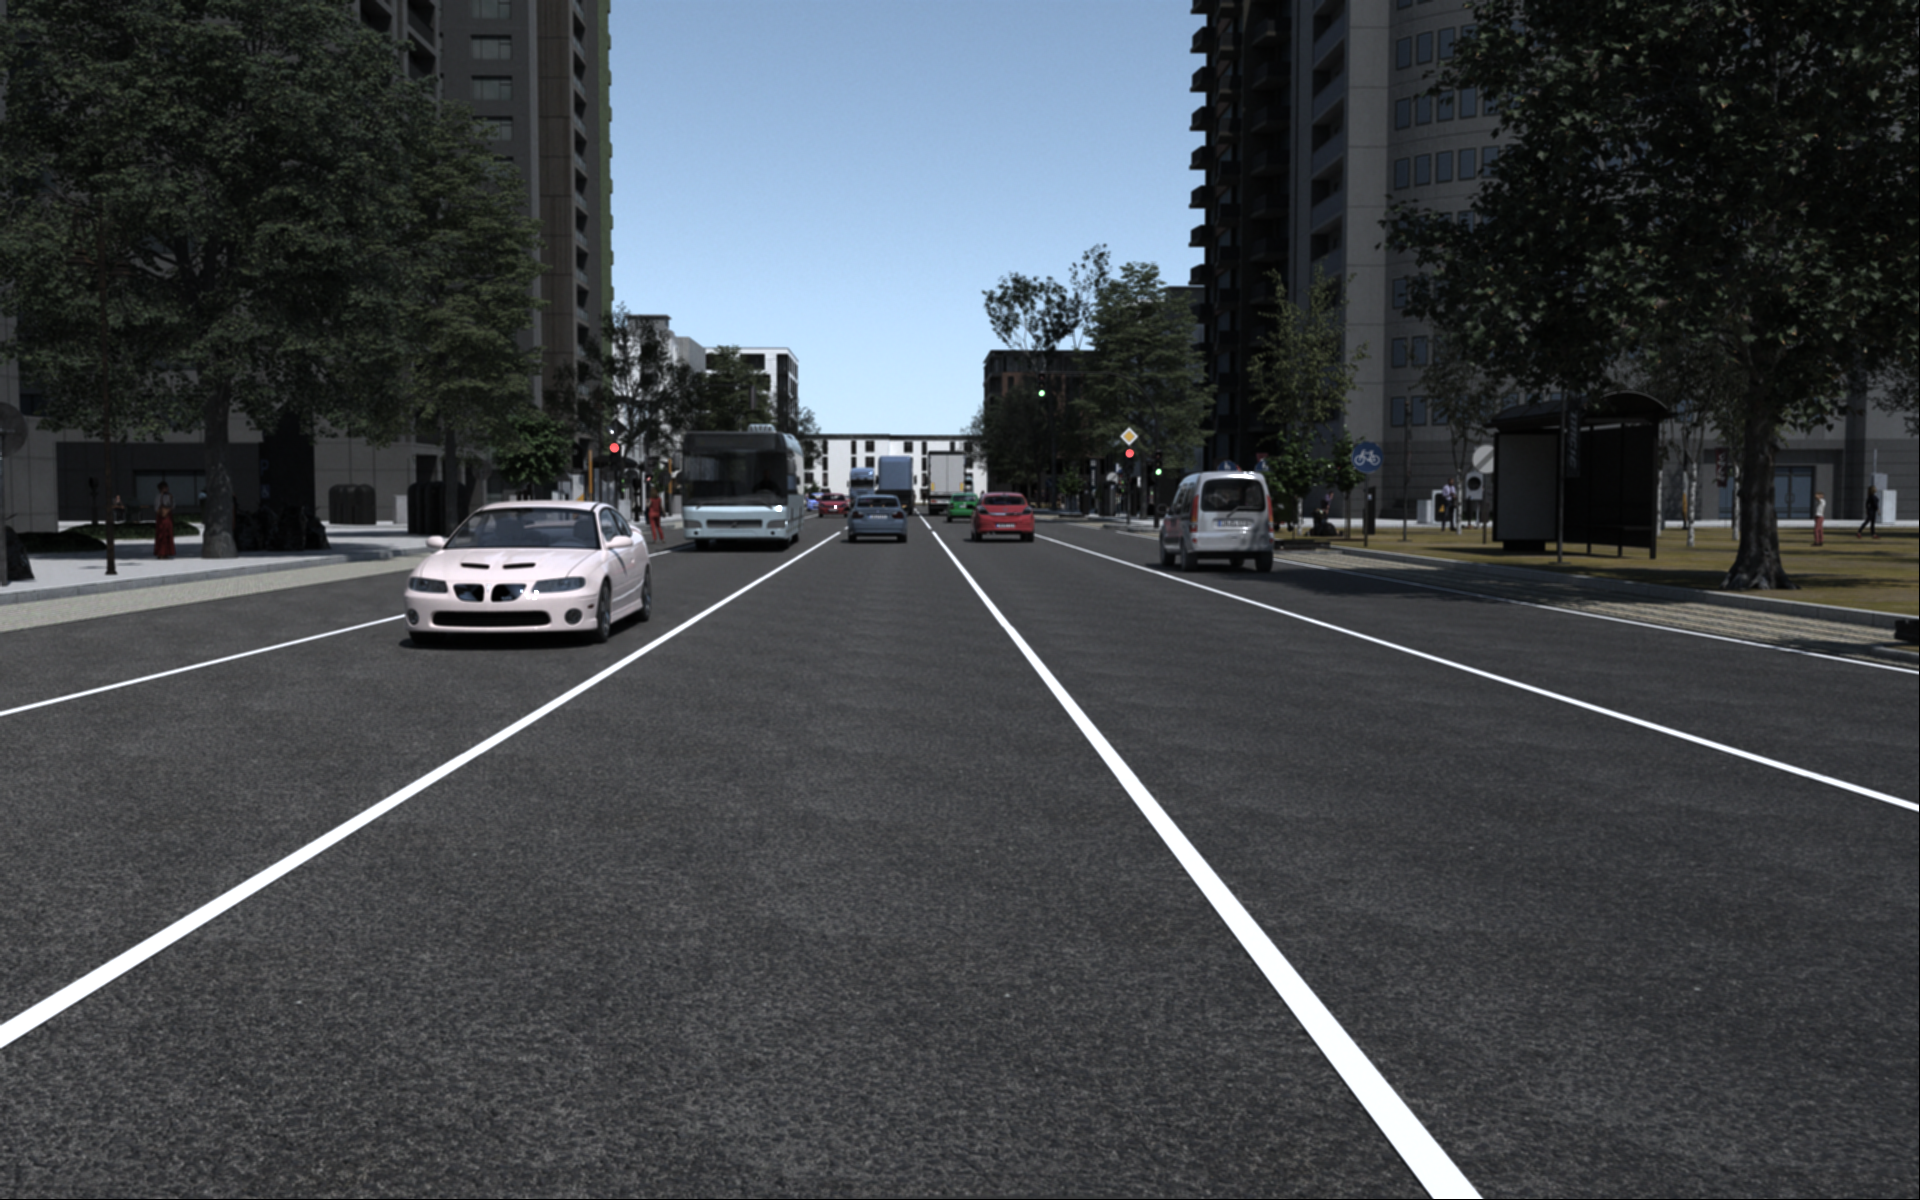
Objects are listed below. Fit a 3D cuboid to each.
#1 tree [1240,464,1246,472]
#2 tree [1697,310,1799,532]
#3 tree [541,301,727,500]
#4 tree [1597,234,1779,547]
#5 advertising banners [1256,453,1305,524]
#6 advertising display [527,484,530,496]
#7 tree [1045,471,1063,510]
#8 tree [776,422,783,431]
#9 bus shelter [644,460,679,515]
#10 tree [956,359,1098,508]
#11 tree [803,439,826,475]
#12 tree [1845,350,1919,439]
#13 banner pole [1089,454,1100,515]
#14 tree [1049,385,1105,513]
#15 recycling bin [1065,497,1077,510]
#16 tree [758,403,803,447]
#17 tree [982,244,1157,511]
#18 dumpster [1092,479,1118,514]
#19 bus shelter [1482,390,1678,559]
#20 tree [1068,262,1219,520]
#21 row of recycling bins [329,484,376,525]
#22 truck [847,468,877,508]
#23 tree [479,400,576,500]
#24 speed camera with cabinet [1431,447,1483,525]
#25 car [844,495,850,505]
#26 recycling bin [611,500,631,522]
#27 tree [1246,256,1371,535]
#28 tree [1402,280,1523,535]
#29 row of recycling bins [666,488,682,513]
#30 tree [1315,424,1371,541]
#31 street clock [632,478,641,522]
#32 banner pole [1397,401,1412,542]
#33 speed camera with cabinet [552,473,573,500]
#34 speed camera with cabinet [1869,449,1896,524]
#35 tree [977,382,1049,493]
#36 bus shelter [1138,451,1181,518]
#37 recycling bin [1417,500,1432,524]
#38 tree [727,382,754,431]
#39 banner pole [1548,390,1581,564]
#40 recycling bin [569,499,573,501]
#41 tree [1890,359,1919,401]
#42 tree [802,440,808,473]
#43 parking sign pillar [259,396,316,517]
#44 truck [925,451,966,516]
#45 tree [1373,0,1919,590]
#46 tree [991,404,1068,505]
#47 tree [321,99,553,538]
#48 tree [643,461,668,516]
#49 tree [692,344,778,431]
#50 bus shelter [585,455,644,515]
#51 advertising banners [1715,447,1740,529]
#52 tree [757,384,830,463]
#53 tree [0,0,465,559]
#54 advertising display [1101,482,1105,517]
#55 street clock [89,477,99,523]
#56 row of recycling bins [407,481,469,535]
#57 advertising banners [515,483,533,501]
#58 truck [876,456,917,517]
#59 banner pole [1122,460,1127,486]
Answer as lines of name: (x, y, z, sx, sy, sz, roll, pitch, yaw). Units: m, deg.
tree: (18.439, -7.280, 113.636, 1.663, 3.219, 1.824, 0, 3, 0)
tree: (26.982, -6.645, 59.012, 4.737, 8.622, 4.395, 0, 3, 0)
tree: (-16.655, -9.177, 84.448, 8.767, 10.594, 7.601, 0, 4, 4)
tree: (17.992, -5.623, 42.293, 4.360, 8.622, 3.978, 0, 3, 0)
advertising banners: (13.538, -4.708, 73.166, 2.074, 3.025, 0.090, 1, 4, 11)
advertising display: (-19.069, -4.382, 76.860, 0.123, 1.923, 0.974, 0, 4, -6)
tree: (7.759, -9.003, 141.793, 1.663, 3.219, 1.824, 0, 3, 0)
tree: (-18.256, -13.118, 164.845, 4.360, 8.622, 3.978, 0, 3, 0)
bus shelter: (-18.473, -6.860, 106.081, 2.014, 3.302, 5.546, 0, 4, -2)
tree: (7.139, -15.030, 156.113, 12.009, 13.543, 11.850, 0, 3, 0)
tree: (-20.156, -16.658, 206.776, 8.767, 10.594, 7.601, 0, 4, 1)
tree: (34.750, -7.621, 59.015, 8.767, 10.594, 7.601, 1, 4, 21)
banner pole: (8.359, -7.154, 106.984, 0.863, 3.779, 0.401, -2, 4, -27)
tree: (7.881, -10.246, 117.887, 4.737, 8.622, 4.395, 0, 3, 0)
recycling bin: (8.812, -7.623, 137.188, 0.722, 1.027, 0.722, -1, 4, -19)
tree: (-18.580, -12.852, 144.541, 7.601, 10.594, 8.767, 1, 4, 17)
tree: (8.308, -16.822, 130.928, 12.611, 20.169, 13.585, 0, 3, 0)
dumpster: (9.367, -6.681, 111.725, 1.502, 2.255, 1.985, 0, 4, -2)
bus shelter: (12.894, -2.606, 36.525, 2.014, 3.302, 5.546, 0, 4, -2)
tree: (8.735, -10.233, 85.444, 7.486, 12.596, 7.792, 0, 3, 0)
row of recycling bins: (-25.610, -4.022, 72.875, 1.069, 1.692, 3.534, -3, 5, -40)
truck: (-9.999, -11.766, 182.125, 2.967, 4.110, 18.799, 0, 4, -1)
tree: (-15.096, -4.696, 60.494, 4.285, 4.588, 4.351, 0, 3, 0)
speed camera with cabinet: (20.816, -4.781, 72.505, 2.038, 3.252, 0.660, 1, 4, 17)
car: (-13.821, -11.945, 207.655, 2.083, 1.381, 4.827, 0, 4, -3)
recycling bin: (-15.663, -4.126, 80.019, 0.722, 1.027, 0.722, -2, 4, -30)
tree: (10.735, -6.359, 54.336, 4.737, 8.622, 4.395, 0, 3, 0)
tree: (15.802, -6.360, 54.354, 4.360, 8.622, 3.978, 0, 3, 0)
row of recycling bins: (-19.189, -6.742, 117.339, 1.069, 1.692, 3.534, -2, 4, -26)
tree: (10.506, -3.246, 47.666, 1.663, 3.219, 1.824, 0, 3, 0)
street clock: (-14.858, -4.588, 79.577, 0.358, 2.002, 0.471, -2, 4, -32)
banner pole: (12.038, -3.459, 46.567, 0.401, 3.779, 0.863, 0, 4, 2)
speed camera with cabinet: (-17.224, -4.942, 75.134, 0.660, 3.252, 2.038, 0, 4, -1)
speed camera with cabinet: (40.276, -4.969, 75.571, 0.660, 3.252, 2.038, 1, 4, 13)
tree: (6.274, -17.455, 192.046, 9.857, 13.997, 8.962, 0, 3, 0)
bus shelter: (10.748, -6.305, 94.367, 1.731, 3.624, 6.357, 0, 4, -2)
recycling bin: (20.238, -3.808, 74.809, 0.722, 1.027, 0.722, -1, 4, -21)
tree: (-18.072, -11.205, 117.608, 7.601, 10.594, 8.767, 0, 4, -8)
banner pole: (11.041, -2.533, 31.426, 0.401, 3.779, 0.863, -1, 4, -10)
recycling bin: (-18.095, -4.178, 80.856, 0.722, 1.027, 0.722, 0, 4, 1)
tree: (24.755, -5.658, 42.865, 4.360, 8.622, 3.978, 0, 3, 0)
tree: (-20.807, -16.634, 222.333, 4.737, 8.622, 4.395, 0, 3, 0)
parking sign pillar: (-16.466, -3.297, 42.373, 1.447, 3.967, 1.447, 2, 4, 30)
truck: (-0.958, -7.915, 118.317, 2.839, 4.237, 11.283, 0, 4, -1)
tree: (10.802, -6.499, 23.270, 9.611, 12.733, 9.660, 0, 3, 0)
tree: (6.753, -14.267, 167.675, 8.767, 10.594, 7.601, 1, 4, 10)
tree: (-15.207, -8.086, 50.334, 7.486, 12.596, 7.792, 0, 3, 0)
tree: (-17.664, -6.506, 100.969, 1.663, 3.219, 1.824, 0, 3, 0)
tree: (-17.244, -13.065, 131.738, 7.486, 12.596, 7.792, 0, 3, 0)
bus shelter: (-18.361, -6.000, 92.017, 2.014, 3.302, 5.546, 0, 4, -2)
advertising banners: (28.685, -4.130, 63.707, 0.090, 3.025, 2.074, -2, 4, -34)
tree: (-19.537, -17.143, 190.658, 12.009, 13.543, 11.850, 0, 3, 0)
tree: (-14.891, -7.797, 34.140, 9.857, 13.997, 8.962, 0, 3, 0)
advertising display: (7.896, -5.528, 95.599, 0.123, 1.923, 0.974, 0, 4, 2)
street clock: (-36.273, -4.159, 72.565, 0.471, 2.002, 0.358, 3, 5, 43)
row of recycling bins: (-16.611, -2.927, 54.971, 1.069, 1.692, 3.534, -3, 4, -38)
advertising banners: (-16.039, -4.141, 63.890, 0.090, 3.025, 2.074, -2, 4, -32)
truck: (-4.525, -7.758, 116.597, 2.967, 4.110, 18.799, 0, 4, -1)
banner pole: (9.194, -6.459, 95.626, 0.401, 3.779, 0.863, -2, 4, -35)
